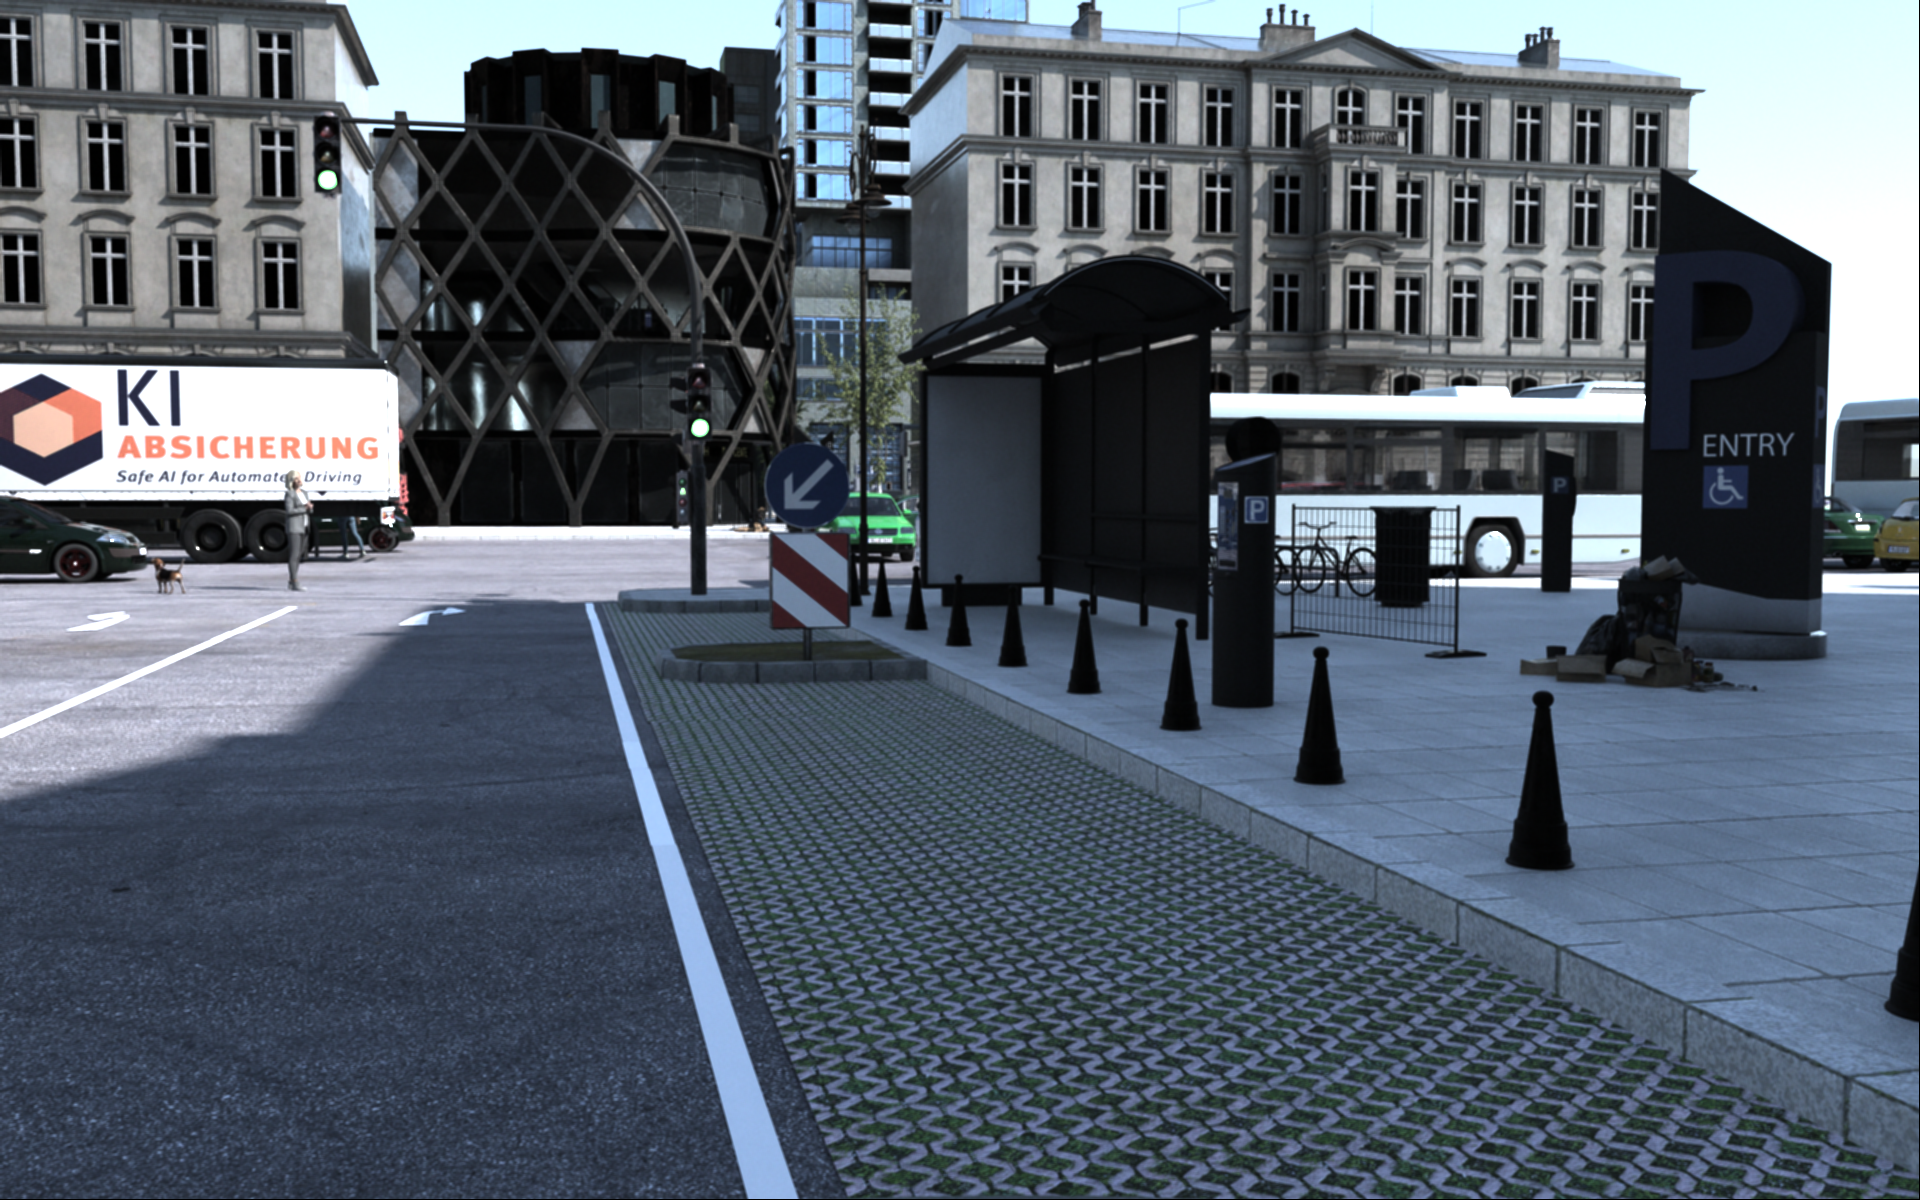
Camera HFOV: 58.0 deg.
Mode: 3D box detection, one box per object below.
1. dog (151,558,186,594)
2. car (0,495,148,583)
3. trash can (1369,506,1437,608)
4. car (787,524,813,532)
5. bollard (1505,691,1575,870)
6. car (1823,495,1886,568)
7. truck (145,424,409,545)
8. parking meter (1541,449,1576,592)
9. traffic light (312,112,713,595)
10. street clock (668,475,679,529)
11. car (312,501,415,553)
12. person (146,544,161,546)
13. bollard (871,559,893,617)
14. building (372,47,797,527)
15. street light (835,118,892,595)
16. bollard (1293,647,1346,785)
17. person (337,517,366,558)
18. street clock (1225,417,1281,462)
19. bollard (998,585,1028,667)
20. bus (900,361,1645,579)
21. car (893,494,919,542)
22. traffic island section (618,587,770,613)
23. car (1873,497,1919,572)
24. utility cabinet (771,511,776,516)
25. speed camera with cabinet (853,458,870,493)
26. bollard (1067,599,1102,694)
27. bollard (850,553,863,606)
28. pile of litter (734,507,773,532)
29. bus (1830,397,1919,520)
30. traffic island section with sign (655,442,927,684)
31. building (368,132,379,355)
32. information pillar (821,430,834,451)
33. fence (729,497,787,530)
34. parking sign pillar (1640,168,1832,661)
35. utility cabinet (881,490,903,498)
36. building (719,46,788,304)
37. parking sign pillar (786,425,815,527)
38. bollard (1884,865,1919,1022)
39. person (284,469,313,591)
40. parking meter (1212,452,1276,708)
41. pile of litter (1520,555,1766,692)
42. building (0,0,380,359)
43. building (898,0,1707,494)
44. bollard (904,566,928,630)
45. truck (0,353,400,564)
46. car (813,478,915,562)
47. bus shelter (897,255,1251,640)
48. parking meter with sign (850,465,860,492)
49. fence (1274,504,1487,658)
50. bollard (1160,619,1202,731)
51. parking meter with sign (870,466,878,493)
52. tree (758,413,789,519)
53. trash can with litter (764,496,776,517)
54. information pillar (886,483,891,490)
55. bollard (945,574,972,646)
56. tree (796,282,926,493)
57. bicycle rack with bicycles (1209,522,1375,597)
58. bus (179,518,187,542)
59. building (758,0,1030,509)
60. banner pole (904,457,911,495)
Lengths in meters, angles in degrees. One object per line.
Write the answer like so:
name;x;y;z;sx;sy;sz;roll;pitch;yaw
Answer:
dog;-11.434;-0.350;25.013;0.540;0.507;0.406;-1;4;-11
car;-15.563;-1.127;28.205;4.222;1.686;2.009;-1;4;-15
trash can;5.044;-0.496;19.758;0.748;1.137;0.748;0;3;0
car;-3.200;-2.652;53.143;4.222;1.686;2.009;-1;4;-13
bollard;2.014;0.614;5.997;0.229;0.601;0.229;0;3;0
car;16.370;-1.405;34.763;2.131;1.459;4.920;-1;4;-14
truck;-21.172;-3.729;49.880;11.283;4.237;2.839;-1;4;-11
parking meter;7.859;-1.041;22.729;0.399;1.863;0.255;1;4;13
traffic light;-5.381;-2.858;21.392;4.771;5.953;1.251;-1;4;-13
street clock;-10.563;-3.654;64.321;0.471;2.002;0.358;1;4;15
car;-15.635;-2.009;42.639;4.222;1.686;2.009;-1;4;-14
person;-22.151;-2.378;47.501;0.434;1.807;0.598;3;4;36
bollard;-0.818;-0.129;18.154;0.229;0.601;0.229;0;3;0
building;-15.619;-12.651;74.300;16.811;18.784;16.820;-1;4;-13
street light;-1.222;-3.000;21.837;0.468;5.910;1.993;-1;4;-13
bollard;1.608;0.508;7.731;0.229;0.601;0.229;0;3;0
person;-13.688;-1.823;38.894;0.643;1.750;0.593;2;4;33
street clock;2.758;-0.719;16.334;0.471;2.002;0.358;-1;4;-19
bollard;0.395;0.190;12.935;0.229;0.601;0.229;0;3;0
bus;5.120;-2.018;27.861;13.247;3.499;2.948;-1;4;-15
car;-1.327;-2.117;46.403;4.920;1.459;2.131;-1;4;-14
traffic island section;-3.322;0.009;22.128;2.009;0.180;2.903;-1;4;-13
car;18.771;-1.300;31.471;3.980;1.641;2.015;-1;4;-11
utility cabinet;-10.444;-5.541;99.277;0.318;1.500;1.173;3;5;41
speed camera with cabinet;-5.422;-6.196;95.634;0.660;3.252;2.038;-1;4;-13
bollard;0.804;0.296;11.201;0.229;0.601;0.229;0;3;0
bollard;-1.227;-0.235;19.887;0.229;0.601;0.229;0;3;0
pile of litter;-6.949;-2.721;58.459;1.176;0.858;1.719;-2;4;-28
bus;24.364;-2.477;35.357;13.247;3.499;2.948;-1;4;-13
traffic island section with sign;-1.437;-0.328;13.983;1.989;1.847;2.006;-1;4;-13
building;-86.493;-36.986;224.327;30.456;49.044;23.786;-1;4;-13
information pillar;-4.816;-4.384;63.025;0.504;3.616;0.183;0;3;0
fence;-7.113;-3.103;61.936;2.264;1.192;0.480;1;4;14
parking sign pillar;6.230;-1.557;13.936;1.447;3.967;1.447;3;5;40
utility cabinet;-3.455;-4.854;88.045;1.173;1.500;0.318;-2;4;-31
building;-15.672;-29.358;163.594;14.154;41.232;14.086;-1;4;-13
parking sign pillar;-6.019;-4.802;66.984;1.447;3.967;1.447;3;5;43
bollard;2.413;0.721;4.261;0.229;0.601;0.229;0;3;0
person;-9.844;-1.053;25.893;0.526;1.800;0.537;2;4;24
parking meter;1.723;-0.129;10.514;0.372;1.533;0.369;0;3;0
pile of litter;4.625;0.124;11.935;1.176;0.858;1.719;-1;4;-16
building;-41.115;-15.142;66.652;34.723;24.649;14.460;-1;4;-13
building;15.580;-15.970;80.201;34.723;24.649;14.460;-1;4;-13
bollard;-0.414;-0.022;16.404;0.229;0.601;0.229;0;3;0
truck;-17.595;-2.875;35.913;11.283;4.237;2.839;-1;4;-13
car;-2.142;-1.786;38.003;1.959;1.807;4.718;-1;4;-12
bus shelter;0.887;-1.435;17.382;2.014;3.302;5.546;-1;4;-13
parking meter with sign;-6.282;-6.487;102.324;0.543;3.016;1.738;1;4;18
fence;3.451;-0.207;14.587;0.480;1.192;2.264;-2;4;-26
bollard;1.209;0.402;9.467;0.229;0.601;0.229;0;3;0
parking meter with sign;-5.245;-6.753;106.678;0.543;3.016;1.738;0;4;0
tree;-9.736;-8.548;90.124;4.737;8.622;4.395;0;3;0
trash can with litter;-10.936;-5.184;95.820;1.678;1.210;2.233;2;4;23
information pillar;-4.540;-6.480;110.431;0.304;2.012;0.304;0;4;2
bollard;-0.011;0.084;14.669;0.229;0.601;0.229;0;3;0
tree;-2.988;-6.671;59.428;4.737;8.622;4.395;0;3;0
bicycle rack with bicycles;3.580;-0.537;22.156;2.852;0.926;2.925;-2;4;-24
bus;-23.030;-3.259;44.835;12.252;3.916;2.896;-1;4;-13
building;-6.561;-50.652;140.824;22.319;86.520;31.000;-1;4;-13
banner pole;-3.455;-7.668;115.386;0.863;3.779;0.401;-1;4;-16
